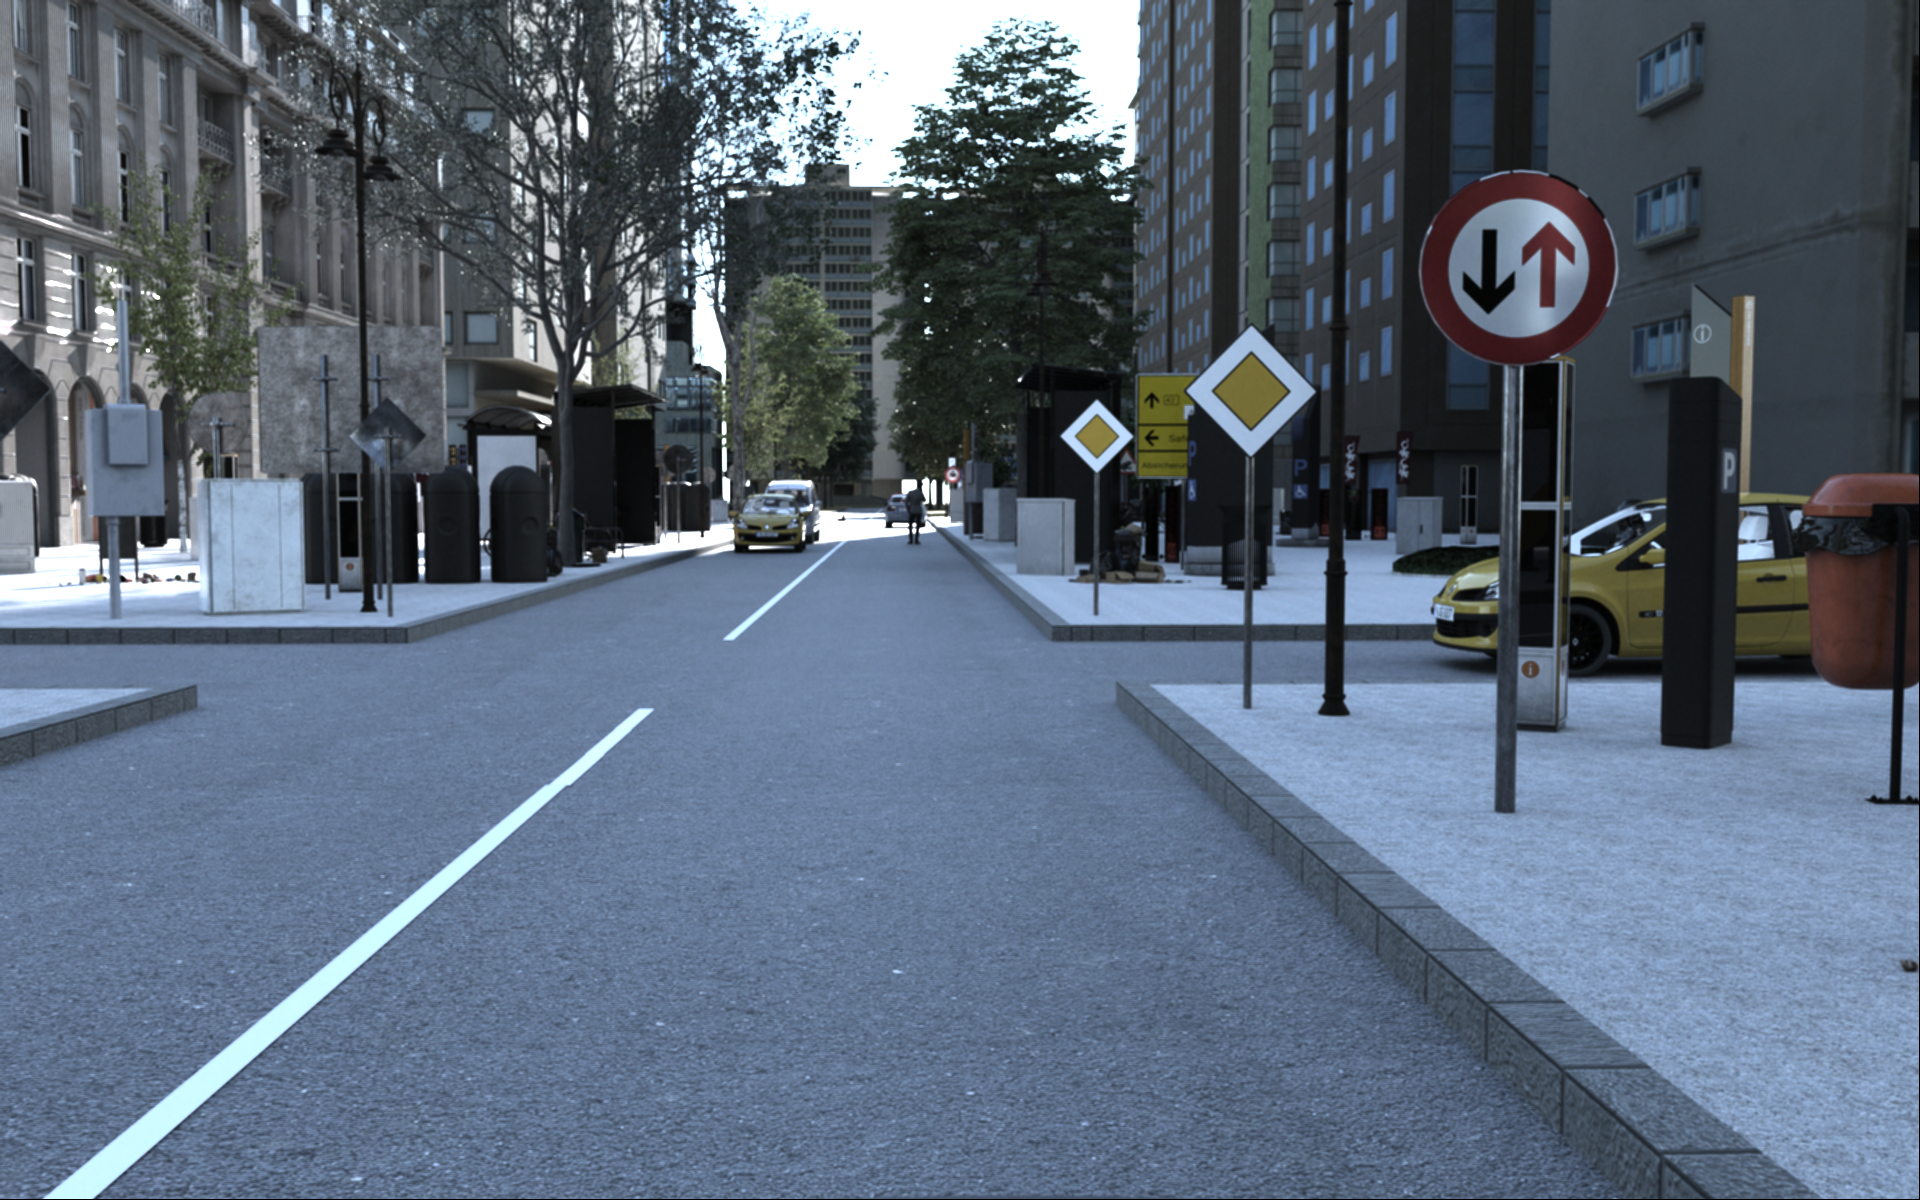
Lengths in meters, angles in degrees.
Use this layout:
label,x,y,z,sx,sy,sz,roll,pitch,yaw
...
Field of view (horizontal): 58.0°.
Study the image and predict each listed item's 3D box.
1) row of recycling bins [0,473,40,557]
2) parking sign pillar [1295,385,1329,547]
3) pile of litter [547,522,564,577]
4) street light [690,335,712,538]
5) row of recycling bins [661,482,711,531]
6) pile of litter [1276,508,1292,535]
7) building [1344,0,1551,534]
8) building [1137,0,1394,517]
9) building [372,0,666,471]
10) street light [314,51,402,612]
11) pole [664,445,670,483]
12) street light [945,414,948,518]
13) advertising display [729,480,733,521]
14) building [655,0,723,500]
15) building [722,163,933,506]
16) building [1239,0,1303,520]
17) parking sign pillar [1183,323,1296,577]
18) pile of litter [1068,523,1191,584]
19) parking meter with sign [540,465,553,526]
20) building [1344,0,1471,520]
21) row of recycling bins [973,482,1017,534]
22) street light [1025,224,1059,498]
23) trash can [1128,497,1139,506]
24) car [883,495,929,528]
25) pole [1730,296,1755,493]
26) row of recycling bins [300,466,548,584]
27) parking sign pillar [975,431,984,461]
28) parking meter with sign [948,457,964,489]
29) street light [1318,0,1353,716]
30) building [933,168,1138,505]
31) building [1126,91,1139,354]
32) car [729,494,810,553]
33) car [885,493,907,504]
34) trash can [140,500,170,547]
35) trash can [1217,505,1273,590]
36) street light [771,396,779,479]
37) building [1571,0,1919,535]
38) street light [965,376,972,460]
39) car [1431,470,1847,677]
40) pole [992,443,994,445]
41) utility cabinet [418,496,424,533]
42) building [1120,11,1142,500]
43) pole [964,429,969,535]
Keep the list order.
label,x,y,z,sx,sy,sz,roll,pitch,yaw
row of recycling bins,-19.126,-1.653,34.136,1.069,1.692,3.534,0,4,-7
parking sign pillar,8.448,-3.289,42.254,1.447,3.967,1.447,1,4,23
pile of litter,-6.792,-0.806,27.142,1.176,0.858,1.719,1,4,11
street light,-7.530,-4.750,50.451,0.468,5.910,1.993,0,4,-2
row of recycling bins,-9.803,-3.289,60.888,1.069,1.692,3.534,-2,4,-33
pile of litter,10.569,-2.500,54.845,1.176,0.858,1.719,1,4,17
building,20.684,-25.154,61.372,14.600,45.320,14.200,0,4,-2
building,19.957,-28.598,117.690,14.600,45.320,14.200,0,4,-2
building,-38.602,-33.644,139.321,27.495,52.752,28.713,0,4,-2
street light,-6.447,-2.809,18.712,0.468,5.910,1.993,0,4,-2
pole,-12.121,-4.765,71.746,0.158,3.312,0.155,0,3,0
street light,-0.737,-7.353,93.009,0.468,5.910,1.993,0,4,-2
advertising display,-10.857,-4.699,82.047,0.123,1.923,0.974,-1,4,-9
building,-43.350,-54.142,197.894,31.000,86.520,22.319,0,4,-2
building,-15.773,-31.461,206.262,23.993,40.220,32.217,0,4,-2
building,20.636,-24.466,83.610,14.154,41.232,14.086,0,4,-2
parking sign pillar,4.288,-2.385,27.460,1.447,3.967,1.447,-1,4,-14
pile of litter,2.477,-0.687,25.196,1.719,0.858,1.176,1,4,21
parking meter with sign,-11.063,-3.008,45.436,1.738,3.016,0.543,0,4,-4
building,20.738,-27.730,103.502,14.600,45.320,14.200,0,4,-2
row of recycling bins,1.694,-3.078,57.441,1.069,1.692,3.534,3,5,41
street light,1.413,-3.500,30.009,0.468,5.910,1.993,0,4,-2
trash can,9.305,-4.994,93.306,0.748,1.137,0.748,0,3,0
car,-2.331,-3.841,74.806,2.014,1.417,4.499,0,4,0
pole,8.076,-1.474,17.950,0.158,3.312,0.155,0,3,0
row of recycling bins,-7.782,-1.102,25.130,3.534,1.692,1.069,0,4,-6
parking sign pillar,0.981,-5.309,75.278,1.447,3.967,1.447,-1,4,-10
parking meter with sign,0.262,-5.309,83.064,1.738,3.016,0.543,-3,5,-43
street light,2.179,-2.271,9.915,0.468,5.910,1.993,0,4,-2
building,8.423,-31.550,207.726,23.993,40.220,32.217,0,4,-2
building,35.197,-37.714,205.854,27.495,52.752,28.713,0,4,-2
car,-4.775,-2.048,43.705,2.015,1.641,3.980,0,4,-3
car,-3.454,-5.792,103.744,2.155,1.783,4.494,0,4,-1
trash can,-19.500,-1.848,41.876,0.748,1.137,0.748,0,3,0
trash can,3.831,-0.713,23.315,0.748,1.137,0.748,0,3,0
street light,-8.717,-6.659,81.668,0.468,5.910,1.993,0,4,-2
building,26.033,-25.492,40.500,21.600,48.544,21.300,0,4,-2
street light,0.308,-5.443,61.786,0.468,5.910,1.993,0,4,-2
car,5.957,-0.252,14.339,3.980,1.641,2.015,0,4,-2
pole,1.191,-4.360,65.135,0.158,3.312,0.155,0,3,0
utility cabinet,-17.926,-2.794,56.848,1.020,1.237,0.306,2,4,34
building,22.653,-50.546,139.097,22.319,86.520,31.000,0,4,-2
pole,0.207,-3.709,54.493,0.158,3.312,0.155,0,3,0
